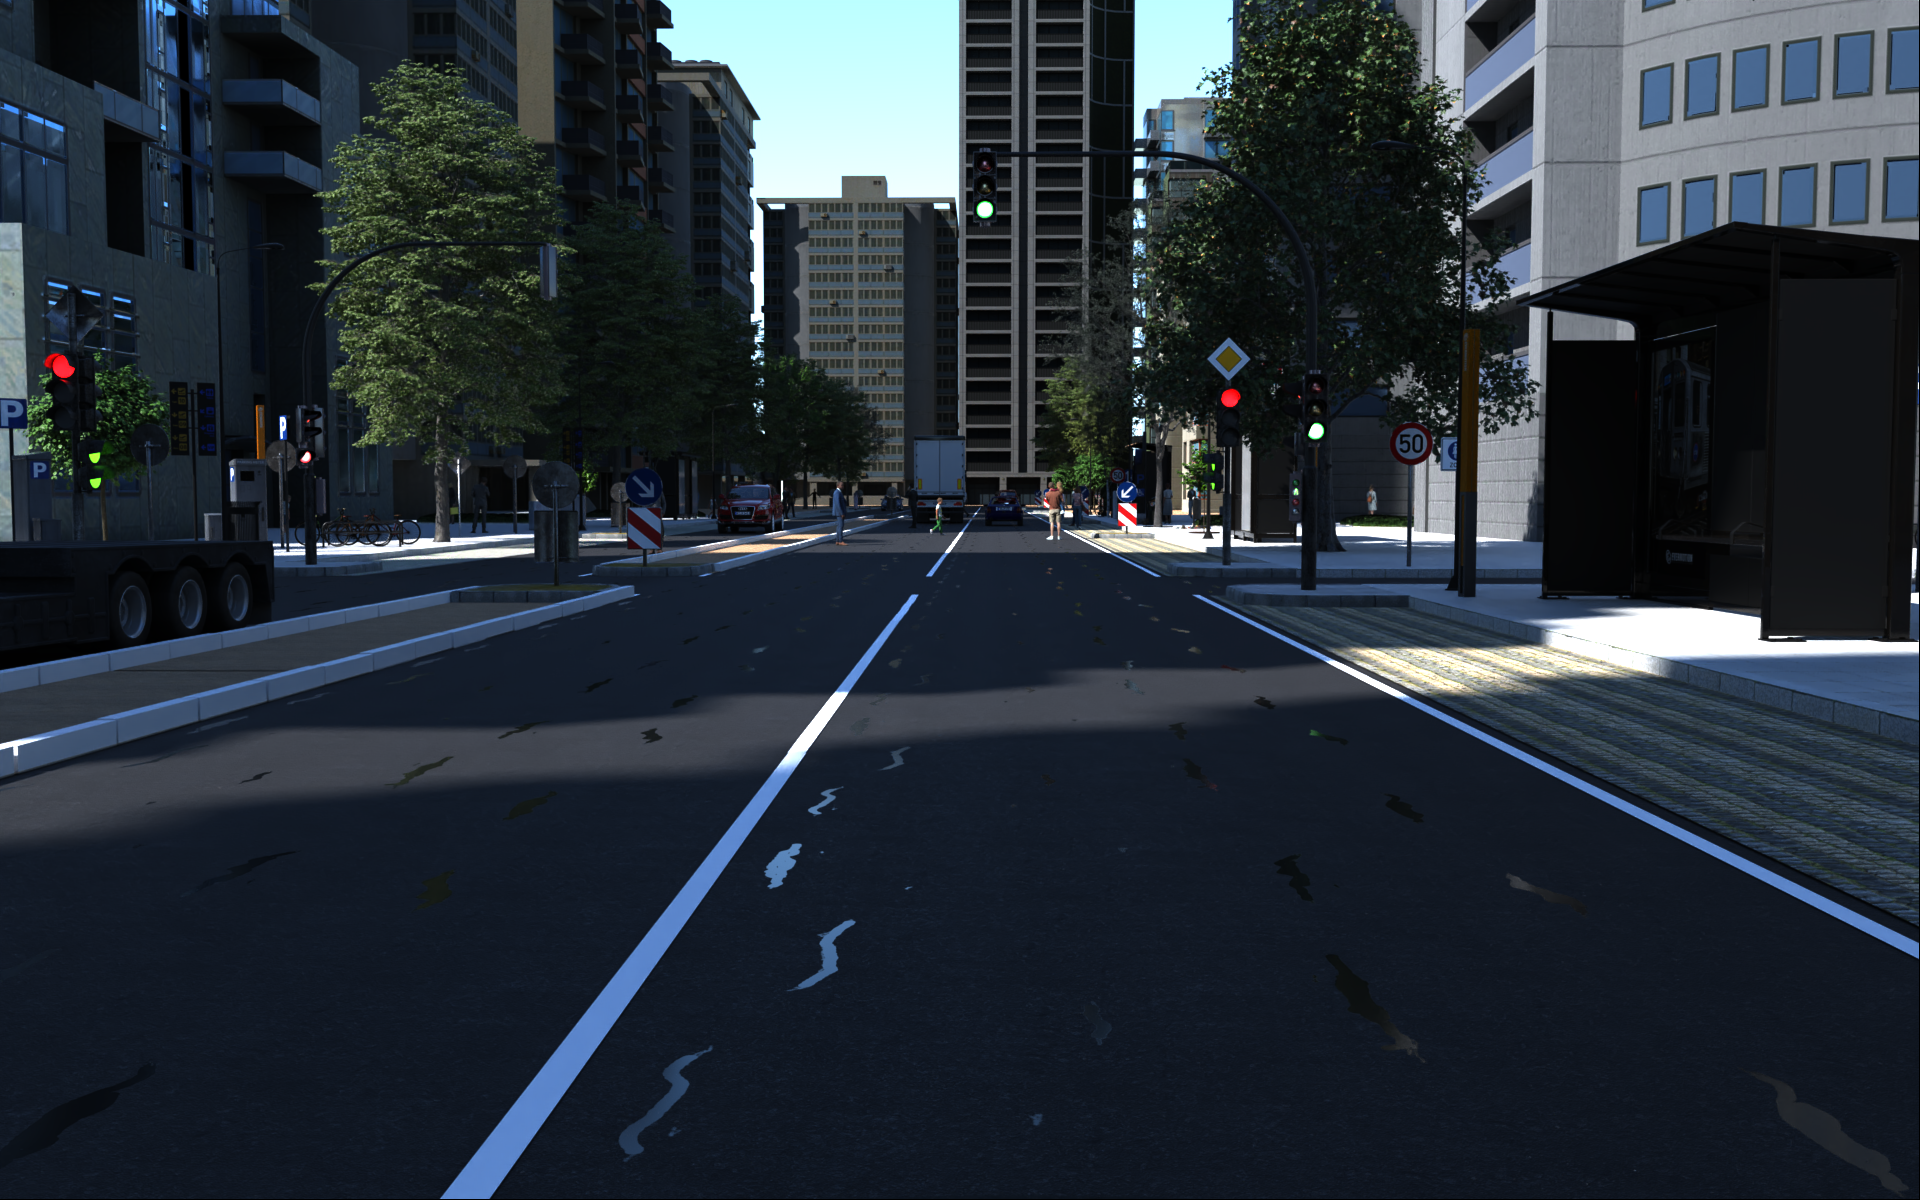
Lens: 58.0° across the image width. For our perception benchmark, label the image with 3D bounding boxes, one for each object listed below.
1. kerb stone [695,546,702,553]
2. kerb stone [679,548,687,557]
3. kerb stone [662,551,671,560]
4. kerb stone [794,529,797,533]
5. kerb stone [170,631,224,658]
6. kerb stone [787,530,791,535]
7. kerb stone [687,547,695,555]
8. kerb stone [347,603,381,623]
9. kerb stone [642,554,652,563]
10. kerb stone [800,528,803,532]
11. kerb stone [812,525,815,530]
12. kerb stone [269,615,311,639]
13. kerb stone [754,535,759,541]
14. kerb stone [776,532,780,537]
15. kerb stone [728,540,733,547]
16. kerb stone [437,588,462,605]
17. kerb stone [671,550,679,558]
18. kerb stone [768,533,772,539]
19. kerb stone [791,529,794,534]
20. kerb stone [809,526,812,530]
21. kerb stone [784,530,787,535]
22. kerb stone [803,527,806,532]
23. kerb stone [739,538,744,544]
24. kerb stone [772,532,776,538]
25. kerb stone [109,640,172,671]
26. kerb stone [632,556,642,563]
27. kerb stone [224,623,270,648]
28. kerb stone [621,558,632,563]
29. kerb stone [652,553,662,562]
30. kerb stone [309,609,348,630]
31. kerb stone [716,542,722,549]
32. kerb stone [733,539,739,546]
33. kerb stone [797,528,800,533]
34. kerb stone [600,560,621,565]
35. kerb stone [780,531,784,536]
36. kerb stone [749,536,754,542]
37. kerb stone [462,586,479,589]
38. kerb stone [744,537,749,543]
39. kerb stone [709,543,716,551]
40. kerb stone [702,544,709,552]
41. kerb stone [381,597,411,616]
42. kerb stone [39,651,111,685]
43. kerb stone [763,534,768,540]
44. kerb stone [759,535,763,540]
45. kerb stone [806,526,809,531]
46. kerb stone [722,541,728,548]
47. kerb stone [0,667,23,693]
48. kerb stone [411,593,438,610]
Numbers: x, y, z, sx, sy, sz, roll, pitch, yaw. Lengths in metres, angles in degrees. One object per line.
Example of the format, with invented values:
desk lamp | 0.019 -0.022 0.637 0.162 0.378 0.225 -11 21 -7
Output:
kerb stone | -6.410 -1.188 41.667 0.120 0.150 1.000 0 4 1
kerb stone | -6.445 -1.063 39.608 0.120 0.150 1.000 0 4 1
kerb stone | -6.482 -0.934 37.561 0.120 0.150 1.000 0 4 1
kerb stone | -6.053 -2.441 62.158 0.120 0.150 1.000 0 4 1
kerb stone | -6.873 0.412 15.458 0.120 0.150 1.000 0 4 1
kerb stone | -6.081 -2.318 60.110 0.120 0.150 1.000 0 4 1
kerb stone | -6.428 -1.128 40.642 0.120 0.150 1.000 0 4 1
kerb stone | -6.808 0.162 19.554 0.120 0.150 1.000 0 4 1
kerb stone | -6.520 -0.809 35.515 0.120 0.150 1.000 0 4 1
kerb stone | -6.014 -2.565 64.209 0.120 0.150 1.000 0 4 1
kerb stone | -5.943 -2.818 68.298 0.120 0.150 1.000 0 4 1
kerb stone | -6.842 0.288 17.507 0.120 0.150 1.000 0 4 1
kerb stone | -6.231 -1.815 51.906 0.120 0.150 1.000 0 4 1
kerb stone | -6.134 -2.131 57.034 0.120 0.150 1.000 0 4 1
kerb stone | -6.321 -1.504 46.785 0.120 0.150 1.000 0 4 1
kerb stone | -6.752 -0.026 22.622 0.120 0.150 1.000 0 4 1
kerb stone | -6.473 -1.002 38.583 0.120 0.150 1.000 0 4 1
kerb stone | -6.176 -2.002 54.989 0.120 0.150 1.000 0 4 1
kerb stone | -6.071 -2.380 61.133 0.120 0.150 1.000 0 4 1
kerb stone | -5.957 -2.750 67.277 0.120 0.150 1.000 0 4 1
kerb stone | -6.103 -2.255 59.079 0.120 0.150 1.000 0 4 1
kerb stone | -5.994 -2.631 65.231 0.120 0.150 1.000 0 4 1
kerb stone | -6.287 -1.627 48.829 0.120 0.150 1.000 0 4 1
kerb stone | -6.164 -2.063 56.012 0.120 0.150 1.000 0 4 1
kerb stone | -6.882 0.475 14.434 0.120 0.150 1.000 0 4 1
kerb stone | -6.539 -0.751 34.490 0.120 0.150 1.000 0 4 1
kerb stone | -6.857 0.358 16.485 0.120 0.150 1.000 0 4 1
kerb stone | -6.556 -0.689 33.468 0.120 0.150 1.000 0 4 1
kerb stone | -6.498 -0.876 36.538 0.120 0.150 1.000 0 4 1
kerb stone | -6.826 0.224 18.531 0.120 0.150 1.000 0 4 1
kerb stone | -6.360 -1.378 44.734 0.120 0.150 1.000 0 4 1
kerb stone | -6.304 -1.566 47.807 0.120 0.150 1.000 0 4 1
kerb stone | -6.035 -2.507 63.180 0.120 0.150 1.000 0 4 1
kerb stone | -6.575 -0.625 32.446 0.120 0.150 1.000 0 4 1
kerb stone | -6.120 -2.193 58.056 0.120 0.150 1.000 0 4 1
kerb stone | -6.247 -1.755 50.883 0.120 0.150 1.000 0 4 1
kerb stone | -6.724 -0.089 23.647 0.120 0.150 1.000 0 4 1
kerb stone | -6.268 -1.692 49.859 0.120 0.150 1.000 0 4 1
kerb stone | -6.369 -1.316 43.711 0.120 0.150 1.000 0 4 1
kerb stone | -6.386 -1.253 42.689 0.120 0.150 1.000 0 4 1
kerb stone | -6.776 0.099 20.578 0.120 0.150 1.000 0 4 1
kerb stone | -6.906 0.537 13.412 0.120 0.150 1.000 0 4 1
kerb stone | -6.199 -1.941 53.964 0.120 0.150 1.000 0 4 1
kerb stone | -6.214 -1.880 52.940 0.120 0.150 1.000 0 4 1
kerb stone | -5.983 -2.691 66.253 0.120 0.150 1.000 0 4 1
kerb stone | -6.337 -1.441 45.756 0.120 0.150 1.000 0 4 1
kerb stone | -6.927 0.600 12.390 0.120 0.150 1.000 0 4 1
kerb stone | -6.762 0.036 21.600 0.120 0.150 1.000 0 4 1
